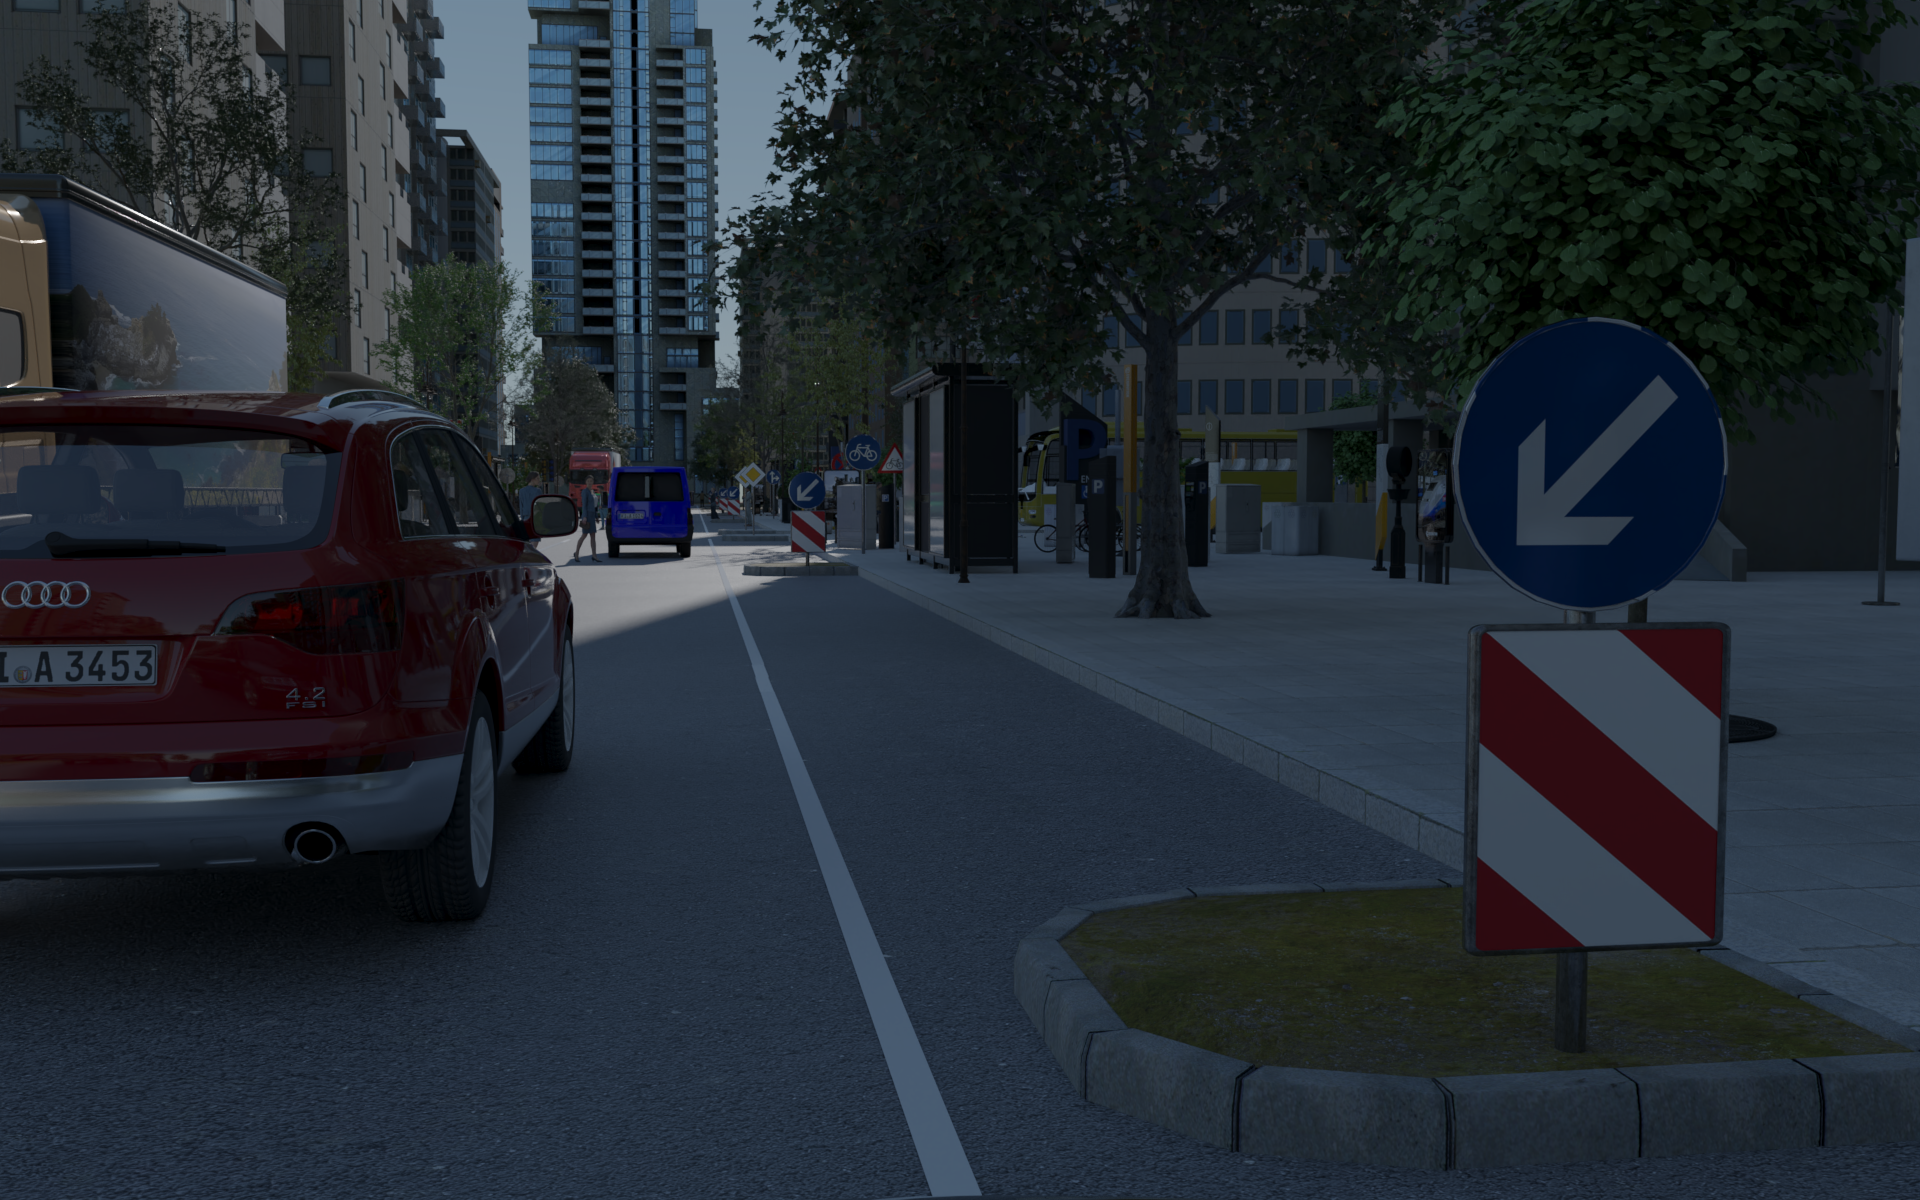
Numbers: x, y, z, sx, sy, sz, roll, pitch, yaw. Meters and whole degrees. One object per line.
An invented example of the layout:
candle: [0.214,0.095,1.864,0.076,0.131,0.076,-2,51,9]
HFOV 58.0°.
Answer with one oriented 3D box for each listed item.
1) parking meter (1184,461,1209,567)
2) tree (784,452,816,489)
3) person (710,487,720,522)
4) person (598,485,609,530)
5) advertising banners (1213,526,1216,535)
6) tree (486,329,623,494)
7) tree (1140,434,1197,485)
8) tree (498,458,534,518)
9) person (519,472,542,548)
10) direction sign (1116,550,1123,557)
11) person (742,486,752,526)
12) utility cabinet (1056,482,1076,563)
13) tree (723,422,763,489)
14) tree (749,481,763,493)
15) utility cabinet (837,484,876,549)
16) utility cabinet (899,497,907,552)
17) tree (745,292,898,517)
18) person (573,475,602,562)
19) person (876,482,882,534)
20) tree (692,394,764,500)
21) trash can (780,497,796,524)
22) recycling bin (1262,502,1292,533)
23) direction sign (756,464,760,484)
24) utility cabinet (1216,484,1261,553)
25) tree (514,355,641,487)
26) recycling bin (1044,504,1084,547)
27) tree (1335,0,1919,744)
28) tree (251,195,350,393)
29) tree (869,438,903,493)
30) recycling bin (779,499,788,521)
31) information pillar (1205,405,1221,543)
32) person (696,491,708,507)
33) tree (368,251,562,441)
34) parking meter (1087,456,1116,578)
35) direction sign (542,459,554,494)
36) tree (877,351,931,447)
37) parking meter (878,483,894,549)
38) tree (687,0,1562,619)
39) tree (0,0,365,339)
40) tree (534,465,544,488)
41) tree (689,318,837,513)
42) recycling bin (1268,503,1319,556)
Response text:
parking meter: [4.168,-1.518,30.535,0.399,1.863,0.255,-3,5,-39]
tree: [-6.466,-4.773,72.645,1.663,3.219,1.824,0,3,0]
person: [-12.781,-4.964,90.087,0.534,1.772,0.576,-2,4,-35]
person: [-14.211,-3.682,69.052,0.721,1.781,0.623,-3,5,-44]
advertising banners: [7.311,-3.608,55.183,2.074,3.025,0.090,2,4,24]
tree: [-29.964,-13.339,128.457,12.009,13.543,11.850,0,3,0]
tree: [5.677,-3.199,46.907,1.663,3.219,1.824,0,3,0]
tree: [-24.101,-6.047,93.464,1.663,3.219,1.824,0,3,0]
person: [-7.439,-1.314,30.010,0.581,1.822,0.654,3,4,38]
direction sign: [3.394,-2.663,35.532,0.379,3.537,0.876,0,4,4]
person: [-9.483,-4.175,76.938,0.466,1.800,0.511,-2,4,-32]
utility cabinet: [1.999,-1.456,32.492,0.318,1.500,1.173,0,4,7]
tree: [-20.808,-13.280,167.497,4.360,8.622,3.978,0,3,0]
tree: [-17.320,-9.184,144.757,1.663,3.219,1.824,0,3,0]
utility cabinet: [-2.406,-1.922,40.107,0.318,1.500,1.173,-3,4,-38]
utility cabinet: [-0.926,-1.683,38.676,0.306,1.237,1.020,3,4,38]
tree: [-3.378,-6.064,49.503,4.737,8.622,4.395,0,3,0]
person: [-7.832,-1.708,36.444,0.654,1.822,0.581,2,4,32]
person: [-2.722,-3.009,57.601,0.656,1.842,0.836,0,4,0]
tree: [-23.278,-15.310,176.078,9.928,11.665,9.643,0,3,0]
trash can: [-7.458,-3.905,75.508,0.748,1.137,0.748,0,3,0]
recycling bin: [9.839,-2.511,53.602,0.722,1.027,0.722,3,5,41]
direction sign: [-15.241,-8.387,129.119,0.876,3.537,0.379,3,4,38]
utility cabinet: [6.023,-1.757,37.403,1.173,1.500,0.318,-3,5,-42]
tree: [-31.558,-13.718,141.290,9.611,12.733,9.660,0,3,0]
recycling bin: [2.537,-1.814,42.214,0.722,1.027,0.722,3,5,42]
tree: [3.646,-1.575,9.471,4.285,4.588,4.351,0,3,0]
tree: [-16.871,-5.645,42.652,4.737,8.622,4.395,0,3,0]
tree: [-3.821,-7.168,100.915,4.285,4.588,4.351,0,3,0]
recycling bin: [-8.168,-4.233,81.770,0.722,1.027,0.722,-1,4,-10]
information pillar: [6.644,-3.319,45.617,0.183,3.616,0.504,-3,5,-40]
person: [-27.533,-10.782,184.876,1.348,1.812,0.705,-1,4,-14]
tree: [-20.956,-9.019,73.215,9.928,11.665,9.643,0,3,0]
parking meter: [2.166,-1.269,26.463,0.399,1.863,0.255,3,4,38]
direction sign: [-26.497,-7.302,111.390,0.876,3.537,0.379,1,4,19]
tree: [-2.273,-8.292,85.942,4.360,8.622,3.978,0,3,0]
parking meter: [-1.729,-1.972,40.655,0.372,1.533,0.369,0,3,0]
tree: [2.010,-6.168,17.853,9.611,12.733,9.660,0,3,0]
tree: [-14.995,-5.973,32.065,8.767,10.594,7.601,0,4,0]
tree: [-24.407,-6.285,97.369,1.663,3.219,1.824,0,3,0]
tree: [-13.584,-12.842,120.343,12.009,13.543,11.850,0,3,0]
recycling bin: [7.025,-1.453,36.310,0.722,1.027,0.722,-3,5,-41]
